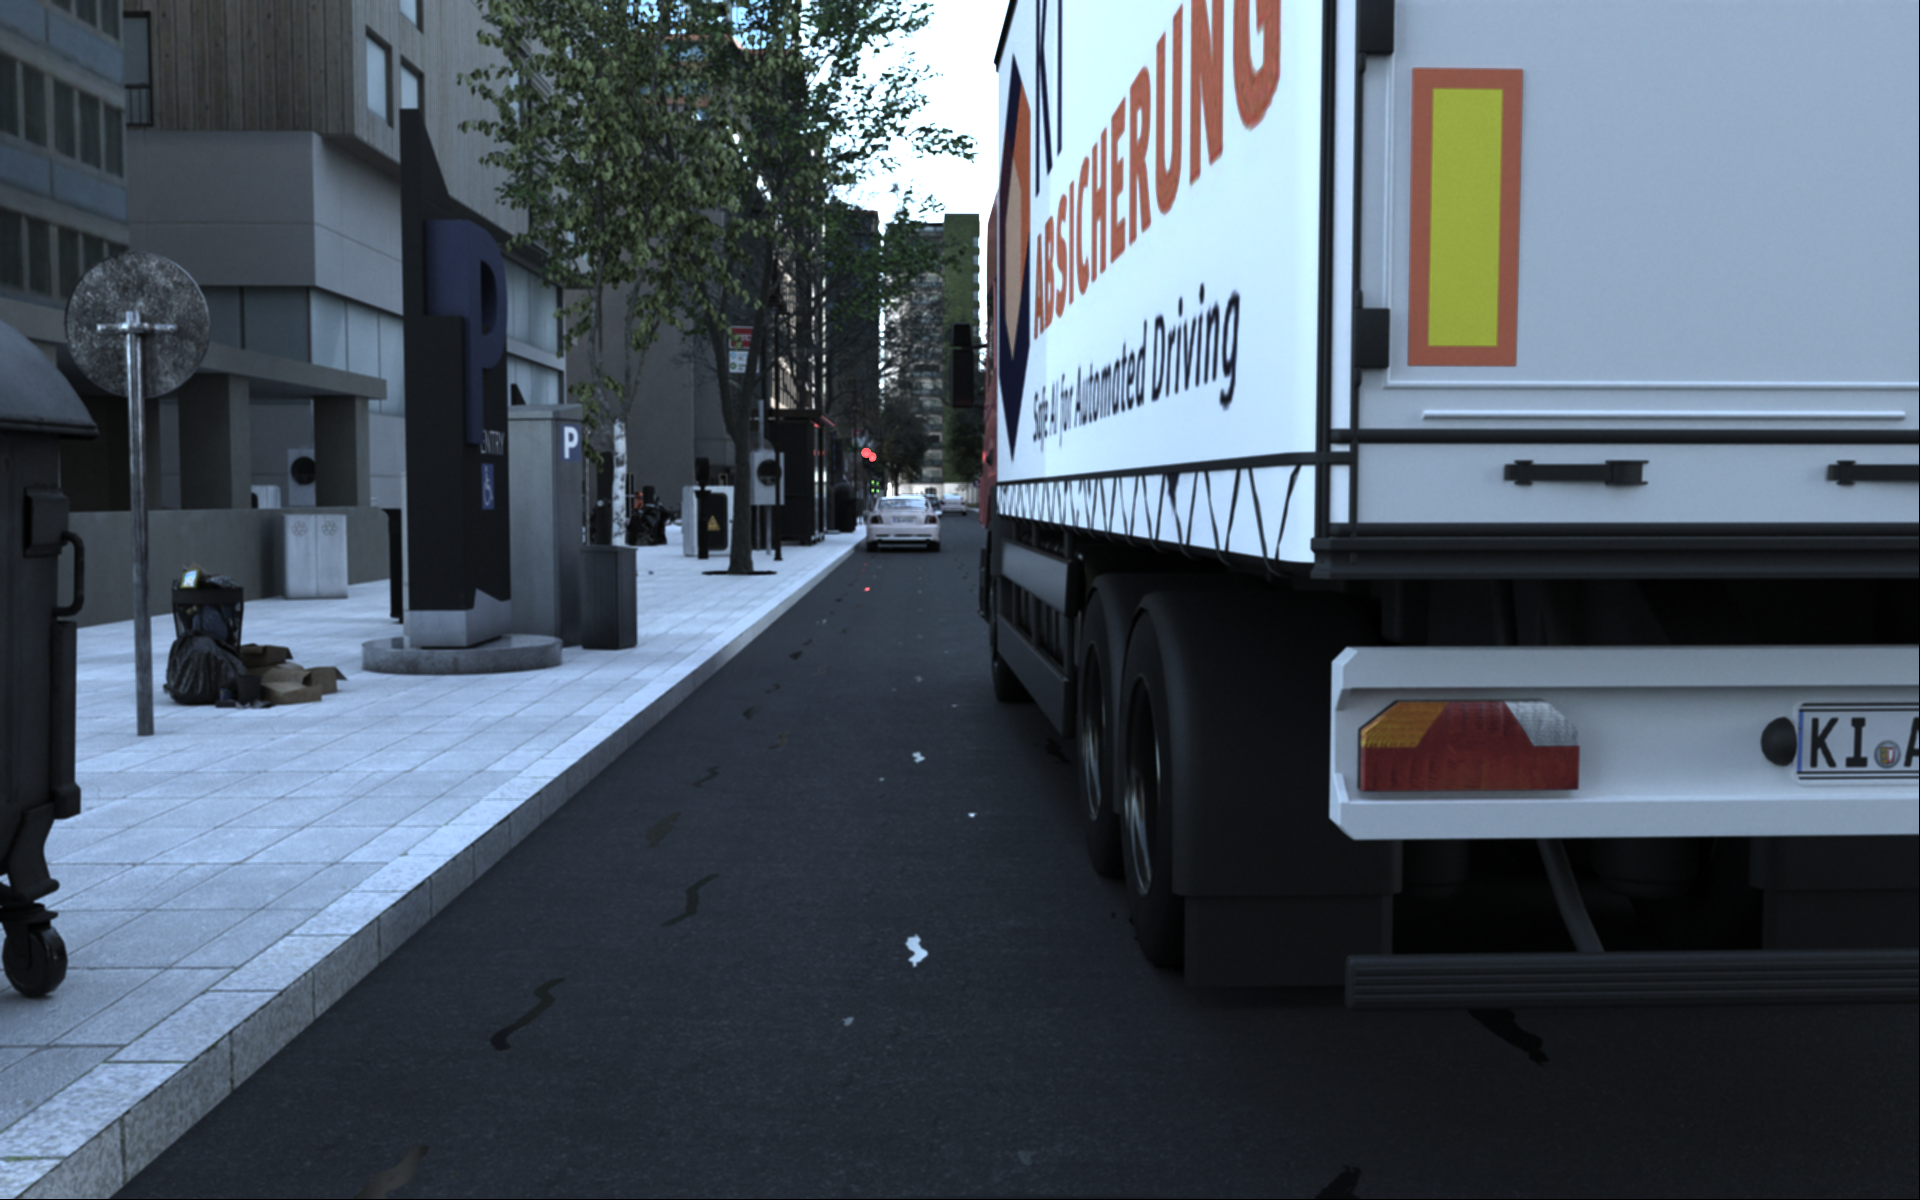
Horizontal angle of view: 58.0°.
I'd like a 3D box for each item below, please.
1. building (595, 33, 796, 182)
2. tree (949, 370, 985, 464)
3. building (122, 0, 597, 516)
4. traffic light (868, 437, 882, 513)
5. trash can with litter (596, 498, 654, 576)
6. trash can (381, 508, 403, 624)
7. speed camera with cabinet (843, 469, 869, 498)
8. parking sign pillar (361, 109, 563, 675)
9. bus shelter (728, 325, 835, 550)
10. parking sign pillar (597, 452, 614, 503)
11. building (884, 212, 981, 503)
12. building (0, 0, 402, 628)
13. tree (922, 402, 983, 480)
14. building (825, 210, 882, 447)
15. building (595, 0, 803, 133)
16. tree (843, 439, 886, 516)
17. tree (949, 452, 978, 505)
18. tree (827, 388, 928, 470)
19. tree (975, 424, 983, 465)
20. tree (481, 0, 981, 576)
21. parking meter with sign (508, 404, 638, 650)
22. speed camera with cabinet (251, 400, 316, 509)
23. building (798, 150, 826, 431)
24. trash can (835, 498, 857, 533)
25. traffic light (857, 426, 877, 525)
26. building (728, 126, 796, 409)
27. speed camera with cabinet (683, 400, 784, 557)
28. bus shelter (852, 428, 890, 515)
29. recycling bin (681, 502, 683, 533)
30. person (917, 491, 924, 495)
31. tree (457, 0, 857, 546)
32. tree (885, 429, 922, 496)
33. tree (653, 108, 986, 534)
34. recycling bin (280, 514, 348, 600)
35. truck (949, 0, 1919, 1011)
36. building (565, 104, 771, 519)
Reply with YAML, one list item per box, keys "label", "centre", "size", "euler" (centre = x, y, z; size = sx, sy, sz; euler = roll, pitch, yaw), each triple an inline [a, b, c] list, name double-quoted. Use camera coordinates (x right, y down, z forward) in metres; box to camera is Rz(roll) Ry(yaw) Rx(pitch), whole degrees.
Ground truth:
- label: "building"
  centre: [-26.022, -31.417, 168.290]
  size: [22.147, 44.769, 28.867]
  euler: [0, 4, -1]
- label: "tree"
  centre: [2.716, -10.748, 110.140]
  size: [7.601, 10.594, 8.767]
  euler: [0, 4, 5]
- label: "building"
  centre: [-25.714, -28.039, 47.674]
  size: [27.495, 52.752, 28.713]
  euler: [0, 4, -1]
- label: "traffic light"
  centre: [-4.029, -5.554, 79.733]
  size: [0.839, 4.253, 0.868]
  euler: [0, 4, -1]
- label: "trash can with litter"
  centre: [-5.651, -0.994, 27.313]
  size: [1.678, 1.210, 2.233]
  euler: [-1, 4, -21]
- label: "trash can"
  centre: [-5.372, -0.344, 17.279]
  size: [0.748, 1.137, 0.748]
  euler: [0, 3, 0]
- label: "speed camera with cabinet"
  centre: [-5.802, -5.973, 91.995]
  size: [2.038, 3.252, 0.660]
  euler: [2, 4, 32]
- label: "parking sign pillar"
  centre: [-3.722, -1.492, 12.863]
  size: [1.447, 3.967, 1.447]
  euler: [0, 4, -1]
- label: "bus shelter"
  centre: [-4.486, -4.058, 43.978]
  size: [2.179, 5.291, 8.768]
  euler: [0, 4, -1]
- label: "parking sign pillar"
  centre: [-16.661, -5.761, 82.657]
  size: [1.447, 3.967, 1.447]
  euler: [-1, 4, -11]
- label: "building"
  centre: [-4.152, -34.837, 253.175]
  size: [14.086, 41.232, 14.154]
  euler: [0, 4, -1]
- label: "building"
  centre: [-24.623, -20.020, 19.209]
  size: [32.217, 40.220, 23.993]
  euler: [0, 4, -1]
- label: "tree"
  centre: [1.735, -14.816, 160.370]
  size: [7.486, 12.596, 7.792]
  euler: [0, 3, 0]
- label: "building"
  centre: [-26.106, -36.822, 256.656]
  size: [28.867, 44.769, 22.147]
  euler: [0, 4, -1]
- label: "building"
  centre: [-31.147, -54.895, 210.197]
  size: [31.000, 86.520, 22.319]
  euler: [0, 4, -1]
- label: "tree"
  centre: [-6.029, -7.209, 101.581]
  size: [4.285, 4.588, 4.351]
  euler: [0, 3, 0]
- label: "tree"
  centre: [0.880, -16.213, 215.441]
  size: [4.360, 8.622, 3.978]
  euler: [0, 3, 0]
- label: "tree"
  centre: [-6.881, -12.950, 146.143]
  size: [8.767, 10.594, 7.601]
  euler: [-1, 4, -14]
- label: "tree"
  centre: [3.079, -11.433, 137.292]
  size: [4.737, 8.622, 4.395]
  euler: [0, 3, 0]
- label: "tree"
  centre: [-3.541, -6.203, 27.169]
  size: [9.928, 11.665, 9.643]
  euler: [0, 3, 0]
- label: "parking meter with sign"
  centre: [-3.567, -1.120, 14.571]
  size: [1.738, 3.016, 0.543]
  euler: [1, 4, 18]
- label: "speed camera with cabinet"
  centre: [-13.289, -2.404, 33.639]
  size: [2.038, 3.252, 0.660]
  euler: [0, 4, 2]
- label: "building"
  centre: [-22.197, -31.008, 190.577]
  size: [14.154, 41.232, 14.086]
  euler: [0, 4, -1]
- label: "trash can"
  centre: [-3.796, -2.826, 57.851]
  size: [0.748, 1.137, 0.748]
  euler: [0, 3, 0]
- label: "traffic light"
  centre: [-3.850, -5.066, 71.750]
  size: [0.839, 4.253, 0.868]
  euler: [0, 4, -1]
- label: "building"
  centre: [-23.588, -20.152, 133.999]
  size: [19.350, 26.468, 34.151]
  euler: [0, 4, -1]
- label: "speed camera with cabinet"
  centre: [-4.693, -2.543, 35.913]
  size: [2.038, 3.252, 0.660]
  euler: [-2, 4, -27]
- label: "bus shelter"
  centre: [-5.554, -7.986, 108.205]
  size: [2.179, 5.291, 8.768]
  euler: [0, 4, -1]
- label: "recycling bin"
  centre: [-8.829, -2.736, 57.285]
  size: [0.722, 1.027, 0.722]
  euler: [0, 4, -5]
- label: "person"
  centre: [-3.986, -10.040, 173.459]
  size: [0.742, 1.727, 0.445]
  euler: [0, 4, 1]
- label: "tree"
  centre: [-3.443, -4.148, 18.186]
  size: [4.737, 8.622, 4.395]
  euler: [0, 3, 0]
- label: "tree"
  centre: [-7.640, -18.270, 216.834]
  size: [7.486, 12.596, 7.792]
  euler: [0, 3, 0]
- label: "tree"
  centre: [-4.585, -8.871, 55.407]
  size: [12.009, 13.543, 11.850]
  euler: [0, 3, 0]
- label: "recycling bin"
  centre: [-7.984, -0.541, 21.396]
  size: [0.722, 1.027, 0.722]
  euler: [-2, 4, -25]
- label: "truck"
  centre: [1.549, -1.203, 8.590]
  size: [2.839, 4.237, 11.283]
  euler: [0, 4, -3]
- label: "building"
  centre: [-19.388, -17.291, 101.778]
  size: [14.314, 24.678, 30.058]
  euler: [0, 4, -1]
